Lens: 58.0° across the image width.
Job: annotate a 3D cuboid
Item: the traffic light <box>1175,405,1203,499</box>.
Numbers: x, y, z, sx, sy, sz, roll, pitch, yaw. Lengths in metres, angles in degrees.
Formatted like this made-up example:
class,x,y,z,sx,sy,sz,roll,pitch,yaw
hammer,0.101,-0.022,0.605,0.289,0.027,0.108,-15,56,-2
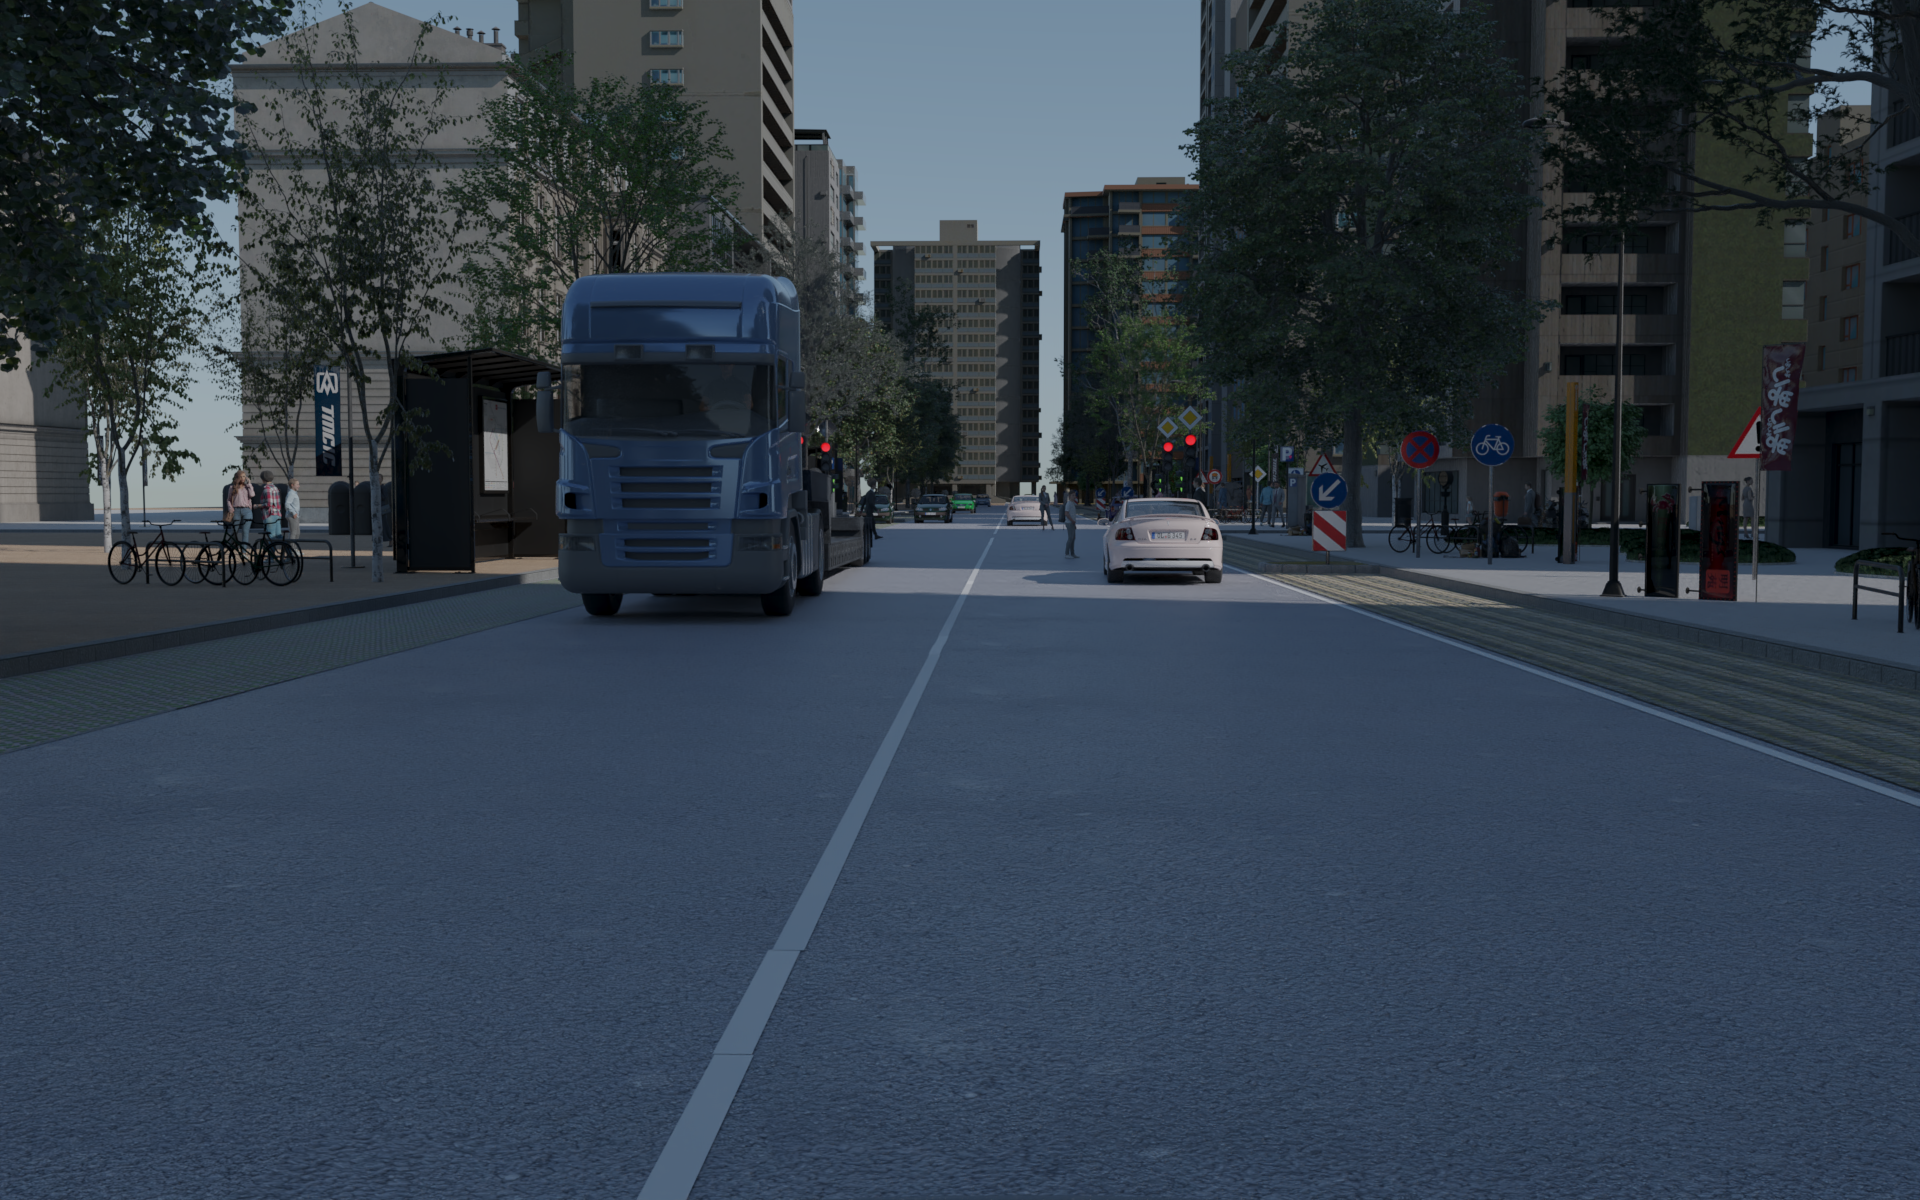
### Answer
class,x,y,z,sx,sy,sz,roll,pitch,yaw
traffic light,7.255,-4.035,54.888,0.839,4.253,0.868,0,4,2

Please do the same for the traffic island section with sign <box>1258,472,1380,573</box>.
class,x,y,z,sx,sy,sz,roll,pitch,yaw
traffic island section with sign,6.573,-1.430,32.005,1.989,1.847,2.006,0,4,2

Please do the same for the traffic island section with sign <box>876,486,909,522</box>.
class,x,y,z,sx,sy,sz,roll,pitch,yaw
traffic island section with sign,-3.795,-4.852,87.958,1.989,1.847,2.006,0,4,2

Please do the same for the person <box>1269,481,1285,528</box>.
class,x,y,z,sx,sy,sz,roll,pitch,yaw
person,12.176,-3.667,66.269,0.678,1.792,0.850,3,5,44

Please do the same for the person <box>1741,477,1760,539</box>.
class,x,y,z,sx,sy,sz,roll,pitch,yaw
person,22.721,-2.655,49.787,0.374,1.781,0.599,0,4,0

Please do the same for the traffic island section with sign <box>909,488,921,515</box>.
class,x,y,z,sx,sy,sz,roll,pitch,yaw
traffic island section with sign,-2.904,-6.575,116.130,1.989,1.847,2.006,0,4,2

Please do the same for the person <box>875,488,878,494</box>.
class,x,y,z,sx,sy,sz,roll,pitch,yaw
person,-6.715,-8.072,138.370,0.721,1.781,0.623,1,4,21

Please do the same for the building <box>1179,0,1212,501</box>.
class,x,y,z,sx,sy,sz,roll,pitch,yaw
building,35.414,-46.020,190.683,20.563,71.187,20.611,0,4,2

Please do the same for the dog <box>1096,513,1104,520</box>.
class,x,y,z,sx,sy,sz,roll,pitch,yaw
dog,7.652,-4.585,95.160,0.550,0.427,0.748,1,4,10

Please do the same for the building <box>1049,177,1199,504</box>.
class,x,y,z,sx,sy,sz,roll,pitch,yaw
building,27.019,-35.918,241.887,28.867,44.769,22.147,0,4,2

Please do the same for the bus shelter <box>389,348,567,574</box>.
class,x,y,z,sx,sy,sz,roll,pitch,yaw
bus shelter,-8.263,-2.426,30.942,1.731,3.624,6.357,0,4,2

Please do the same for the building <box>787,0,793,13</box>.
class,x,y,z,sx,sy,sz,roll,pitch,yaw
building,-24.924,-44.774,170.302,20.563,71.187,20.611,0,4,2

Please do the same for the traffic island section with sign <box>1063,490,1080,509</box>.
class,x,y,z,sx,sy,sz,roll,pitch,yaw
traffic island section with sign,10.760,-9.545,164.686,1.989,1.847,2.006,0,4,2

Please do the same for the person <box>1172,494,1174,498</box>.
class,x,y,z,sx,sy,sz,roll,pitch,yaw
person,24.373,-11.549,198.096,0.421,1.427,0.697,0,4,1

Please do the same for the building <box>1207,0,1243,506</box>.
class,x,y,z,sx,sy,sz,roll,pitch,yaw
building,34.708,-38.209,166.714,21.231,58.520,28.212,0,4,2

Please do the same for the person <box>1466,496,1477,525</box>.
class,x,y,z,sx,sy,sz,roll,pitch,yaw
person,18.458,-3.151,62.573,0.382,1.210,0.505,2,4,28

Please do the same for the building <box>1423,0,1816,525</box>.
class,x,y,z,sx,sy,sz,roll,pitch,yaw
building,28.297,-18.743,78.157,14.107,30.474,14.160,0,4,2

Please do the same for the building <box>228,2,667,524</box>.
class,x,y,z,sx,sy,sz,roll,pitch,yaw
building,-23.870,-16.645,91.236,14.460,24.649,34.723,0,4,2

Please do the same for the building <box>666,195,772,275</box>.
class,x,y,z,sx,sy,sz,roll,pitch,yaw
building,-22.409,-18.647,123.952,14.314,24.678,30.058,0,4,2

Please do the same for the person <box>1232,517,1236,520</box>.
class,x,y,z,sx,sy,sz,roll,pitch,yaw
person,13.363,-4.535,84.477,0.425,1.301,0.394,1,4,19

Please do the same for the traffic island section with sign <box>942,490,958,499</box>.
class,x,y,z,sx,sy,sz,roll,pitch,yaw
traffic island section with sign,-1.347,-9.571,165.113,1.989,1.847,2.006,0,4,2

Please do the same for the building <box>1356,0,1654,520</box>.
class,x,y,z,sx,sy,sz,roll,pitch,yaw
building,30.104,-20.118,100.634,14.160,30.474,14.107,0,4,2

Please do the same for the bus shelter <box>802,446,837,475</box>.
class,x,y,z,sx,sy,sz,roll,pitch,yaw
bus shelter,-7.351,-5.869,87.247,1.731,3.624,6.357,0,4,2

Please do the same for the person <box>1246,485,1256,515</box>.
class,x,y,z,sx,sy,sz,roll,pitch,yaw
person,16.617,-5.684,98.947,0.580,1.828,0.573,1,4,22

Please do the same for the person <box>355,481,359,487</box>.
class,x,y,z,sx,sy,sz,roll,pitch,yaw
person,-24.630,-3.959,70.742,0.622,1.834,0.822,0,4,1

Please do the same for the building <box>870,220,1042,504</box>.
class,x,y,z,sx,sy,sz,roll,pitch,yaw
building,-0.267,-34.033,248.316,23.993,40.220,32.217,0,4,2

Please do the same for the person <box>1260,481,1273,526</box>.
class,x,y,z,sx,sy,sz,roll,pitch,yaw
person,12.282,-3.874,69.401,0.660,1.820,0.620,3,4,37

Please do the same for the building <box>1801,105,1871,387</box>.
class,x,y,z,sx,sy,sz,roll,pitch,yaw
building,58.090,-14.808,87.149,28.899,21.520,27.650,0,4,2

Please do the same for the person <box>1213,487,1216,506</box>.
class,x,y,z,sx,sy,sz,roll,pitch,yaw
person,19.119,-7.574,130.057,0.592,1.802,0.473,0,4,-2

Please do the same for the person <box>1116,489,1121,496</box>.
class,x,y,z,sx,sy,sz,roll,pitch,yaw
person,14.289,-9.156,156.408,0.621,1.740,0.551,-3,5,-42

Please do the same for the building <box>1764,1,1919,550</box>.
class,x,y,z,sx,sy,sz,roll,pitch,yaw
building,29.337,-36.141,29.150,20.563,71.187,20.611,0,4,2

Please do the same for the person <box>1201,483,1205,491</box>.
class,x,y,z,sx,sy,sz,roll,pitch,yaw
person,10.439,-4.253,75.861,0.573,1.790,0.520,1,4,10

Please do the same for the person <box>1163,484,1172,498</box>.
class,x,y,z,sx,sy,sz,roll,pitch,yaw
person,10.053,-4.771,84.229,0.537,1.800,0.526,1,4,19

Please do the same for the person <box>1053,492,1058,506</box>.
class,x,y,z,sx,sy,sz,roll,pitch,yaw
person,11.396,-12.127,207.442,0.621,1.740,0.551,1,4,10

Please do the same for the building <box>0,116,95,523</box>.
class,x,y,z,sx,sy,sz,roll,pitch,yaw
building,-51.865,-13.194,80.357,19.286,19.102,10.561,0,4,2

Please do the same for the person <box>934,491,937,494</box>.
class,x,y,z,sx,sy,sz,roll,pitch,yaw
person,-2.029,-8.684,151.206,0.721,1.735,1.217,-3,5,-41

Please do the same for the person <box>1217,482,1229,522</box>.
class,x,y,z,sx,sy,sz,roll,pitch,yaw
person,12.140,-4.511,79.823,0.581,1.822,0.654,-2,4,-25

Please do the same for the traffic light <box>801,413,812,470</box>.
class,x,y,z,sx,sy,sz,roll,pitch,yaw
traffic light,-5.100,-4.057,55.260,0.839,4.253,0.868,0,4,2

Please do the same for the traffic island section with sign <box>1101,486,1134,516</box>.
class,x,y,z,sx,sy,sz,roll,pitch,yaw
traffic island section with sign,8.344,-4.852,87.960,1.989,1.847,2.006,0,4,2

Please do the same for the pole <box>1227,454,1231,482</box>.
class,x,y,z,sx,sy,sz,roll,pitch,yaw
pole,13.733,-5.784,88.410,0.158,3.312,0.155,0,3,0

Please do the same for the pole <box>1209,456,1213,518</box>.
class,x,y,z,sx,sy,sz,roll,pitch,yaw
pole,13.541,-6.090,93.414,0.158,3.312,0.155,0,3,0

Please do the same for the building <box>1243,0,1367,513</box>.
class,x,y,z,sx,sy,sz,roll,pitch,yaw
building,32.829,-30.710,125.816,21.300,48.544,21.600,0,4,2

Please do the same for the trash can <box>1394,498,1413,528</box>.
class,x,y,z,sx,sy,sz,roll,pitch,yaw
trash can,16.829,-3.311,65.782,0.748,1.137,0.748,0,3,0

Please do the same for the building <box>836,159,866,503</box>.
class,x,y,z,sx,sy,sz,roll,pitch,yaw
building,-28.443,-38.253,245.040,30.456,49.044,23.786,0,4,2

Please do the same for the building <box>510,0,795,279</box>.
class,x,y,z,sx,sy,sz,roll,pitch,yaw
building,-26.192,-32.159,149.498,21.300,48.544,21.600,0,4,2

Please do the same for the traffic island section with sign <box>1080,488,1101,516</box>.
class,x,y,z,sx,sy,sz,roll,pitch,yaw
traffic island section with sign,9.196,-6.500,114.901,1.989,1.847,2.006,0,4,2

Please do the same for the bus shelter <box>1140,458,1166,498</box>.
class,x,y,z,sx,sy,sz,roll,pitch,yaw
bus shelter,12.873,-7.553,114.769,1.731,3.624,6.357,0,4,2

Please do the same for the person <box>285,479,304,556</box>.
class,x,y,z,sx,sy,sz,roll,pitch,yaw
person,-13.859,-1.723,36.030,0.330,1.601,0.589,0,4,-3

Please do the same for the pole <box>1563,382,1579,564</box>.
class,x,y,z,sx,sy,sz,roll,pitch,yaw
pole,11.157,-2.311,31.634,0.158,3.312,0.155,0,3,0

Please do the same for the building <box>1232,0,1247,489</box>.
class,x,y,z,sx,sy,sz,roll,pitch,yaw
building,30.911,-30.333,146.059,14.600,45.320,14.200,0,4,2

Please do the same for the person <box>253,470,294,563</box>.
class,x,y,z,sx,sy,sz,roll,pitch,yaw
person,-12.785,-1.552,32.249,0.643,1.720,0.563,0,4,-3

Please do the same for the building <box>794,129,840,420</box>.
class,x,y,z,sx,sy,sz,roll,pitch,yaw
building,-20.893,-31.355,196.252,14.086,41.232,14.154,0,4,2
